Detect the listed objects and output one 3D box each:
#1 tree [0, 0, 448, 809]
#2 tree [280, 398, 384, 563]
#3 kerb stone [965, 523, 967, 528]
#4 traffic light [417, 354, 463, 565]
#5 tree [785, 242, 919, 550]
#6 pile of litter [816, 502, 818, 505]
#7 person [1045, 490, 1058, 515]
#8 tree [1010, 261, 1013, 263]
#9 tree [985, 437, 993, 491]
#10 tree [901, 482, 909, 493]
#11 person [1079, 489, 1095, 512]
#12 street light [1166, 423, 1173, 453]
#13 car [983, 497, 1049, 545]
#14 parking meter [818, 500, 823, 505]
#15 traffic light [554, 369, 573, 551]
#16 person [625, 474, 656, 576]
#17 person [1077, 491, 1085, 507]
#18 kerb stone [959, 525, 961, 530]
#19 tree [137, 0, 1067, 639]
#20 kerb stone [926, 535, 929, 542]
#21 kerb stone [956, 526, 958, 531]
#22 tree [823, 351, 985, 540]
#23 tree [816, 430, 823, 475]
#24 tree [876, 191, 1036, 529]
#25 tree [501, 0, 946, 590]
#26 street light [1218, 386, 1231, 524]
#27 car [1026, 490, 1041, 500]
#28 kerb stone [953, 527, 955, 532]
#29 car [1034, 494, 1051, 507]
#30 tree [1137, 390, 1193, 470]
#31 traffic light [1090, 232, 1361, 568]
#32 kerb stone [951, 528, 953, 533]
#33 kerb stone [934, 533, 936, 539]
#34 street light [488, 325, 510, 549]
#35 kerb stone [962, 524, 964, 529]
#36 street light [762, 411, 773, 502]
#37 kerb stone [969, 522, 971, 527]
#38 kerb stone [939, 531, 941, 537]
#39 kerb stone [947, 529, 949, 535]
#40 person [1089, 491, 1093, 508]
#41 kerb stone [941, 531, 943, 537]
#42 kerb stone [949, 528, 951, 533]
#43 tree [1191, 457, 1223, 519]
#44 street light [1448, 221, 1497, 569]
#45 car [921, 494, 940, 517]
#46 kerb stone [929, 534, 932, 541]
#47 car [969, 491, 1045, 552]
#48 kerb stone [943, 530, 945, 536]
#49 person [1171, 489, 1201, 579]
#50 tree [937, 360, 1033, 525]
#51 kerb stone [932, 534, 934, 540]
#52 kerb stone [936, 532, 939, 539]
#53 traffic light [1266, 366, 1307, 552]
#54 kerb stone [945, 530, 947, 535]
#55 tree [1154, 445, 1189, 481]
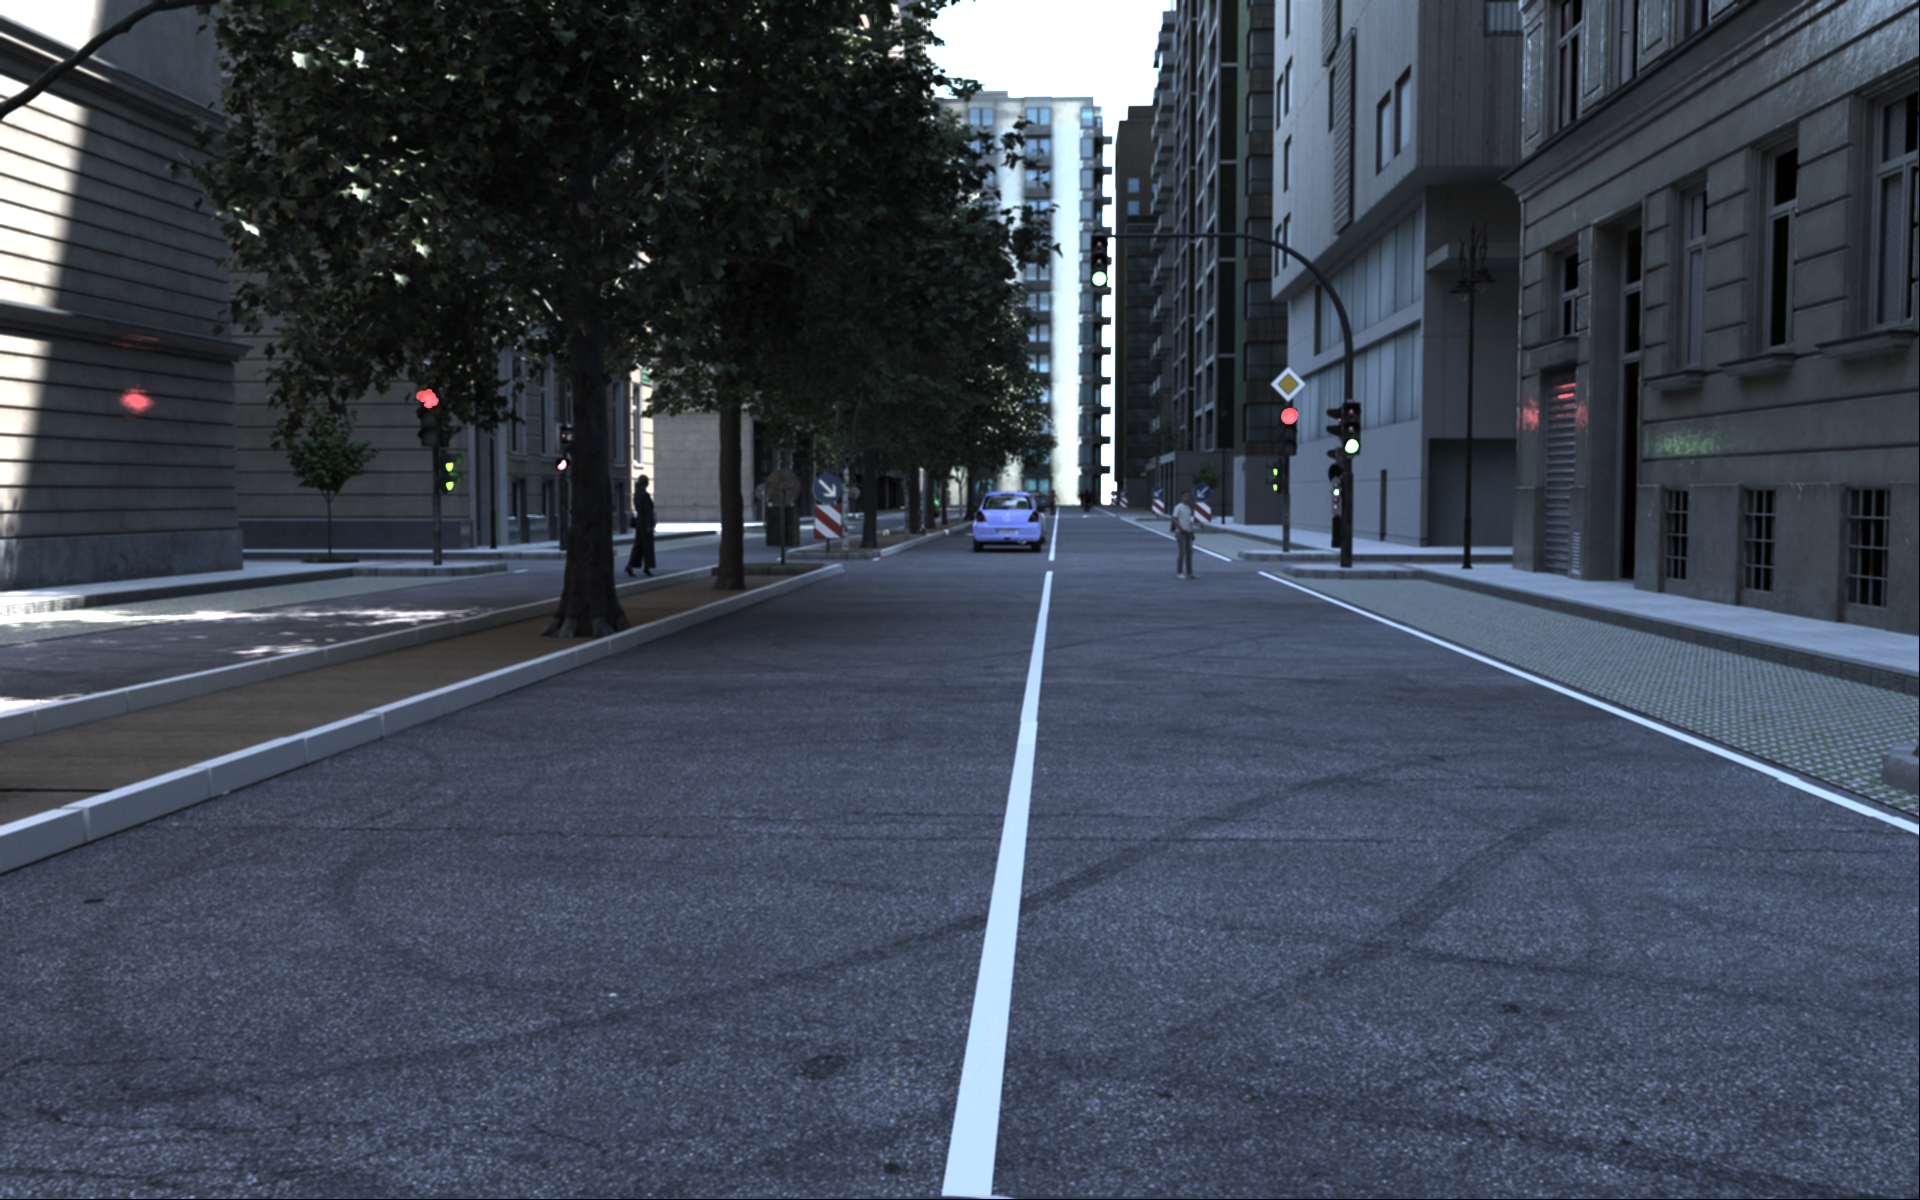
[{"bbox_3d":[-4.812,-4.853,7.557,9.928,11.665,9.643,0,3,0],"label":"tree"},{"bbox_3d":[-12.001,-2.324,32.595,1.663,3.219,1.824,0,3,0],"label":"tree"},{"bbox_3d":[0.088,-3.021,71.587,0.120,0.150,1.000,0,4,3],"label":"kerb stone"},{"bbox_3d":[-9.404,-2.581,31.116,0.839,4.253,0.868,0,4,3],"label":"traffic light"},{"bbox_3d":[-2.659,-5.336,40.055,4.360,8.622,3.978,0,3,0],"label":"tree"},{"bbox_3d":[-9.265,-5.863,109.817,1.719,0.858,1.176,1,4,14],"label":"pile of litter"},{"bbox_3d":[6.202,-6.588,116.935,1.217,1.743,0.721,3,5,45],"label":"person"},{"bbox_3d":[-2.481,-7.667,45.947,7.486,12.596,7.792,0,3,0],"label":"tree"},{"bbox_3d":[0.067,-8.180,86.564,4.737,8.622,4.395,0,3,0],"label":"tree"},{"bbox_3d":[-4.524,-10.261,162.375,1.663,3.219,1.824,0,3,0],"label":"tree"},{"bbox_3d":[10.109,-7.919,137.935,1.348,1.831,0.705,2,4,26],"label":"person"},{"bbox_3d":[13.554,-8.525,112.174,0.468,5.910,1.993,0,4,3],"label":"street light"},{"bbox_3d":[1.538,-2.339,50.612,2.083,1.381,4.827,0,4,4],"label":"car"},{"bbox_3d":[-9.101,-6.411,113.236,0.372,1.533,0.369,0,3,0],"label":"parking meter"},{"bbox_3d":[-6.851,-3.935,39.003,4.771,5.953,1.251,0,4,3],"label":"traffic light"},{"bbox_3d":[-5.531,-1.299,30.156,0.576,1.772,0.534,2,4,28],"label":"person"},{"bbox_3d":[13.584,-11.296,193.215,0.705,1.821,1.348,-2,4,-32],"label":"person"},{"bbox_3d":[-0.149,-2.771,67.498,0.120,0.150,1.000,0,4,3],"label":"kerb stone"},{"bbox_3d":[-3.742,-5.986,17.331,9.611,12.733,9.660,0,3,0],"label":"tree"},{"bbox_3d":[-1.094,-1.769,51.126,0.120,0.150,1.000,0,4,3],"label":"kerb stone"},{"bbox_3d":[-0.262,-2.646,65.456,0.120,0.150,1.000,0,4,3],"label":"kerb stone"},{"bbox_3d":[-1.610,-6.122,52.918,4.737,8.622,4.395,0,3,0],"label":"tree"},{"bbox_3d":[-7.895,-9.833,111.127,4.737,8.622,4.395,0,3,0],"label":"tree"},{"bbox_3d":[-1.343,-9.882,70.683,9.857,13.997,8.962,0,3,0],"label":"tree"},{"bbox_3d":[-3.510,-6.445,25.968,7.486,12.596,7.792,0,3,0],"label":"tree"},{"bbox_3d":[11.287,-6.195,74.076,0.468,5.910,1.993,0,4,3],"label":"street light"},{"bbox_3d":[7.694,-10.558,181.299,2.281,1.827,5.304,0,4,2],"label":"car"},{"bbox_3d":[-0.382,-2.521,63.413,0.120,0.150,1.000,0,4,3],"label":"kerb stone"},{"bbox_3d":[7.979,-9.320,164.379,2.014,1.417,4.499,0,4,3],"label":"car"},{"bbox_3d":[14.532,-10.411,120.588,4.360,8.622,3.978,0,3,0],"label":"tree"},{"bbox_3d":[4.638,-3.395,30.184,4.771,5.953,1.251,0,4,3],"label":"traffic light"},{"bbox_3d":[-0.450,-2.457,62.394,0.120,0.150,1.000,0,4,3],"label":"kerb stone"},{"bbox_3d":[-0.920,-1.957,54.199,0.120,0.150,1.000,0,4,3],"label":"kerb stone"},{"bbox_3d":[-10.943,-4.138,40.445,0.468,5.910,1.993,0,4,3],"label":"street light"},{"bbox_3d":[-0.025,-2.896,69.546,0.120,0.150,1.000,0,4,3],"label":"kerb stone"},{"bbox_3d":[-8.731,-6.483,78.793,0.468,5.910,1.993,0,4,3],"label":"street light"},{"bbox_3d":[0.266,-3.209,74.666,0.120,0.150,1.000,0,4,3],"label":"kerb stone"},{"bbox_3d":[-0.793,-2.081,56.249,0.120,0.150,1.000,0,4,3],"label":"kerb stone"},{"bbox_3d":[-0.554,-2.327,60.341,0.120,0.150,1.000,0,4,3],"label":"kerb stone"},{"bbox_3d":[12.952,-10.016,172.970,0.721,1.735,1.217,3,5,41],"label":"person"},{"bbox_3d":[-0.735,-2.145,57.271,0.120,0.150,1.000,0,4,3],"label":"kerb stone"},{"bbox_3d":[-0.499,-2.396,61.363,0.120,0.150,1.000,0,4,3],"label":"kerb stone"},{"bbox_3d":[12.794,-5.868,90.545,1.663,3.219,1.824,0,3,0],"label":"tree"},{"bbox_3d":[8.721,-3.475,29.611,0.468,5.910,1.993,0,4,3],"label":"street light"},{"bbox_3d":[-2.178,-6.032,107.425,1.959,1.807,4.718,0,4,2],"label":"car"},{"bbox_3d":[-1.030,-1.832,52.146,0.120,0.150,1.000,0,4,3],"label":"kerb stone"},{"bbox_3d":[1.197,-2.097,43.874,1.945,1.707,3.694,0,4,1],"label":"car"},{"bbox_3d":[-0.682,-2.208,58.292,0.120,0.150,1.000,0,4,3],"label":"kerb stone"},{"bbox_3d":[3.810,-1.112,29.278,0.523,1.515,0.503,1,4,13],"label":"person"},{"bbox_3d":[-0.676,-8.771,80.279,8.767,10.594,7.601,0,4,3],"label":"tree"},{"bbox_3d":[-0.978,-1.893,53.173,0.120,0.150,1.000,0,4,3],"label":"kerb stone"},{"bbox_3d":[-0.854,-2.020,55.219,0.120,0.150,1.000,0,4,3],"label":"kerb stone"},{"bbox_3d":[7.191,-3.013,38.177,0.839,4.253,0.868,0,4,3],"label":"traffic light"},{"bbox_3d":[-0.619,-2.270,59.320,0.120,0.150,1.000,0,4,3],"label":"kerb stone"},{"bbox_3d":[14.619,-8.079,115.810,4.285,4.588,4.351,0,3,0],"label":"tree"}]
